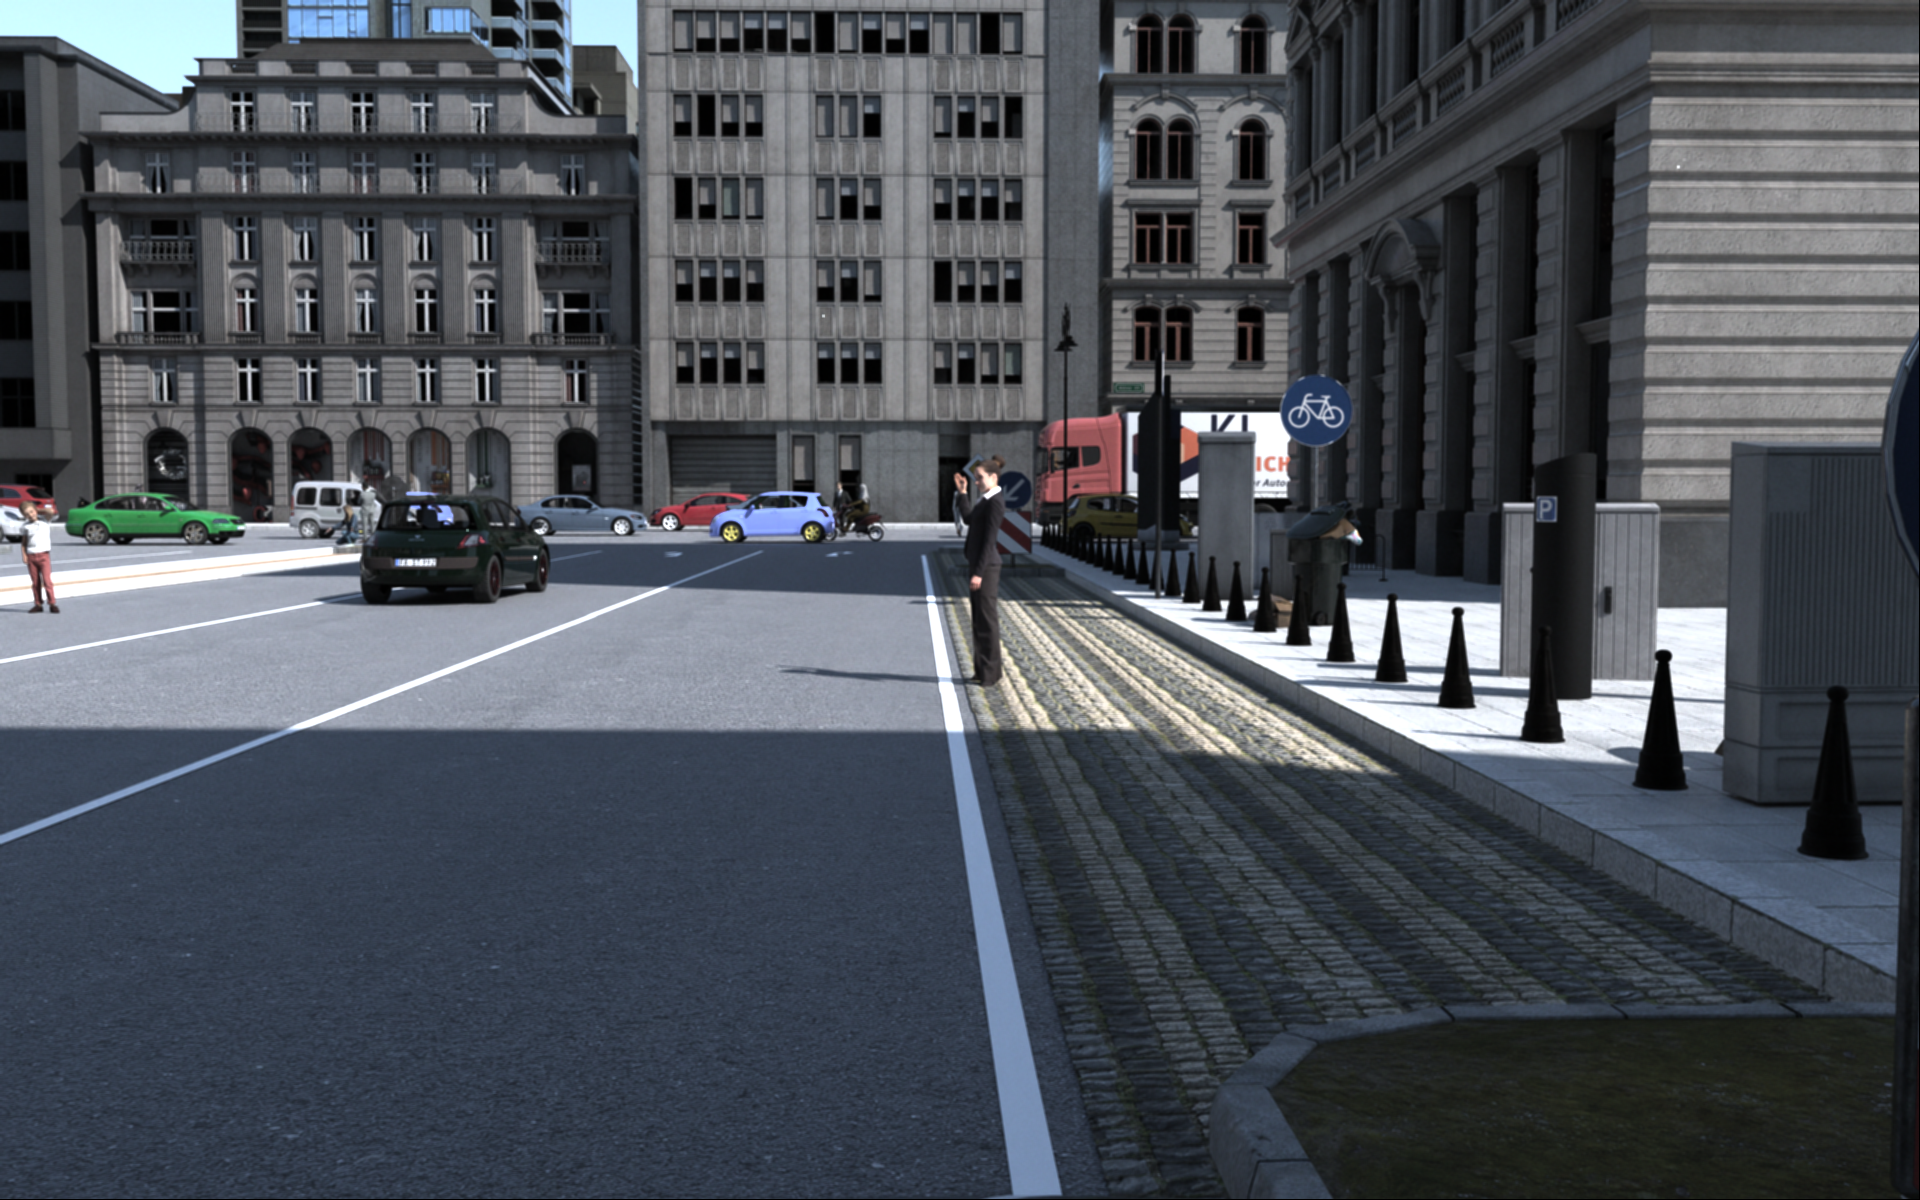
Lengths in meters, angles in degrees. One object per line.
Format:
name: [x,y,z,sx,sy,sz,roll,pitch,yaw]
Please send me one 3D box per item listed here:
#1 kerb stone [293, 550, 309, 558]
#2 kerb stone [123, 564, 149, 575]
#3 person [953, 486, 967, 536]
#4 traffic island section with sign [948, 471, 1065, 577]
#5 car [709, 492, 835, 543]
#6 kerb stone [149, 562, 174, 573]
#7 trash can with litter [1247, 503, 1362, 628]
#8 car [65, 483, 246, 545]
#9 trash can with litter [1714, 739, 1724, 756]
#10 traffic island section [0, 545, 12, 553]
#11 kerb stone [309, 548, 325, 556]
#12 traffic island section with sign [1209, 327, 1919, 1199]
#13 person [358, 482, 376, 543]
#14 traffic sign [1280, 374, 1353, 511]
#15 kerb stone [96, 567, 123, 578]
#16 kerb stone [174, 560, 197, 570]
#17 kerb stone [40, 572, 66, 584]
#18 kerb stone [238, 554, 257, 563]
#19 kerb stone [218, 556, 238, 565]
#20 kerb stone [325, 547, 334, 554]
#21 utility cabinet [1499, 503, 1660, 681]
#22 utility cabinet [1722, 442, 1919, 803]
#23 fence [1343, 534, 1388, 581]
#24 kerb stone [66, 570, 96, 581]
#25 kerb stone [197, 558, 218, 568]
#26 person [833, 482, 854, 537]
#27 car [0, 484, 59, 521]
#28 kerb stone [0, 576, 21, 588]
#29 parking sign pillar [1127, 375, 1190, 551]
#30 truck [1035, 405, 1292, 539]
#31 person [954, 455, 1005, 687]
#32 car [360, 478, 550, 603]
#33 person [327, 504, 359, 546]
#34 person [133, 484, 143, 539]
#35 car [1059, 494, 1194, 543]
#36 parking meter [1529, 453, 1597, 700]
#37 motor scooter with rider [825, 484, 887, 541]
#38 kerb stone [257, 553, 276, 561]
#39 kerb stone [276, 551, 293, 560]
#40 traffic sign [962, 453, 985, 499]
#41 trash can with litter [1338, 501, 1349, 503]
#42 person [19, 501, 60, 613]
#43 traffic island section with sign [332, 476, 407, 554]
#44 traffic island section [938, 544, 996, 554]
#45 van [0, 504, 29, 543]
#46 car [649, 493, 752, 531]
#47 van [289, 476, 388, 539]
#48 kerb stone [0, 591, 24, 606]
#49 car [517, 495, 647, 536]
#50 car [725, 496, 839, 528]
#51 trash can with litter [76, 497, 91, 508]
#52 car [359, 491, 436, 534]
kerb stone: [-14.953,-1.027,38.994,0.120,0.150,1.000,0,4,-2]
kerb stone: [-14.733,-0.521,30.774,0.120,0.150,1.000,0,4,-2]
person: [-0.002,-3.092,58.928,0.514,1.842,0.818,0,4,6]
traffic island section with sign: [0.789,-1.342,30.565,1.989,1.847,2.006,0,4,-2]
car: [-5.568,-2.549,51.271,3.694,1.707,1.945,0,4,0]
kerb stone: [-14.759,-0.587,31.800,0.120,0.150,1.000,0,4,-2]
trash can with litter: [3.343,-0.333,16.840,1.055,1.170,0.624,-2,4,-35]
car: [-22.743,-2.464,49.090,4.718,1.807,1.959,0,4,-1]
trash can with litter: [4.065,0.216,7.855,1.055,1.170,0.624,0,4,1]
traffic island section: [-24.314,-1.189,41.727,2.009,0.180,2.903,0,4,-2]
kerb stone: [-14.973,-1.085,40.021,0.120,0.150,1.000,0,4,-2]
traffic island section with sign: [1.545,0.326,3.302,1.989,1.847,2.006,0,4,-2]
person: [-17.545,-2.599,51.170,0.466,1.800,0.511,2,4,29]
traffic sign: [3.800,-1.129,18.563,0.768,2.556,0.104,0,4,3]
kerb stone: [-14.703,-0.453,29.745,0.120,0.150,1.000,0,4,-2]
kerb stone: [-14.789,-0.650,32.830,0.120,0.150,1.000,0,4,-2]
kerb stone: [-14.649,-0.336,27.690,0.120,0.150,1.000,0,4,-2]
kerb stone: [-14.880,-0.839,35.906,0.120,0.150,1.000,0,4,-2]
kerb stone: [-14.847,-0.774,34.881,0.120,0.150,1.000,0,4,-2]
kerb stone: [-15.014,-1.152,41.052,0.120,0.150,1.000,0,4,-2]
utility cabinet: [4.314,-0.057,12.095,1.020,1.237,0.306,1,4,16]
utility cabinet: [3.835,0.090,7.203,1.173,1.500,0.318,0,4,-4]
fence: [5.344,-0.646,25.936,2.069,0.683,0.278,1,4,22]
kerb stone: [-14.668,-0.398,28.715,0.120,0.150,1.000,0,4,-2]
kerb stone: [-14.812,-0.710,33.856,0.120,0.150,1.000,0,4,-2]
person: [-3.985,-3.041,57.991,0.659,1.850,0.755,2,4,27]
car: [-37.875,-3.577,67.150,5.304,1.827,2.281,0,3,0]
kerb stone: [-14.622,-0.273,26.664,0.120,0.150,1.000,0,4,-2]
parking sign pillar: [4.585,-3.148,39.940,1.447,3.967,1.447,-1,4,-22]
truck: [7.430,-4.094,55.857,11.283,4.237,2.839,0,4,-2]
person: [0.092,-0.235,13.141,0.445,1.727,0.742,-3,5,-39]
car: [-6.944,-0.877,24.125,2.009,1.686,4.222,0,4,0]
person: [-16.525,-2.001,46.708,1.012,1.151,0.738,3,5,44]
person: [-26.363,-2.844,55.667,0.621,1.740,0.551,-3,5,-42]
car: [4.975,-2.540,51.753,3.980,1.641,2.015,0,4,-3]
parking meter: [3.802,-0.154,10.924,0.372,1.533,0.369,0,3,0]
motor scooter with rider: [-3.226,-2.686,52.887,1.986,1.779,0.876,0,4,-3]
kerb stone: [-14.897,-0.901,36.932,0.120,0.150,1.000,0,4,-2]
kerb stone: [-14.922,-0.961,37.968,0.120,0.150,1.000,0,4,-2]
traffic sign: [0.445,-2.365,42.317,0.795,2.450,0.064,0,4,-2]
trash can with litter: [5.702,-0.967,27.199,1.055,1.170,0.624,-1,4,-18]
person: [-11.107,-0.520,20.904,0.435,1.345,0.340,-1,4,-17]
traffic island section with sign: [-13.990,-2.086,42.242,2.006,1.907,1.989,0,4,-2]
traffic island section: [0.468,-1.230,42.395,2.009,0.180,2.903,0,4,-2]
van: [-29.200,-2.659,50.483,4.112,2.044,2.013,0,4,-3]
car: [-9.884,-3.583,67.625,4.494,1.783,2.155,0,4,0]
van: [-19.401,-2.990,55.899,4.112,2.044,2.013,0,4,-1]
kerb stone: [-12.404,-0.023,22.611,0.120,0.150,1.000,0,4,-2]
car: [-13.117,-2.936,59.999,4.499,1.417,2.014,0,4,-4]
car: [-6.553,-3.215,64.569,4.499,1.417,2.014,0,4,-3]
trash can with litter: [-36.604,-3.765,72.947,1.055,1.170,0.624,-2,4,-30]
car: [-20.188,-3.223,62.284,3.694,1.707,1.945,0,4,-1]
